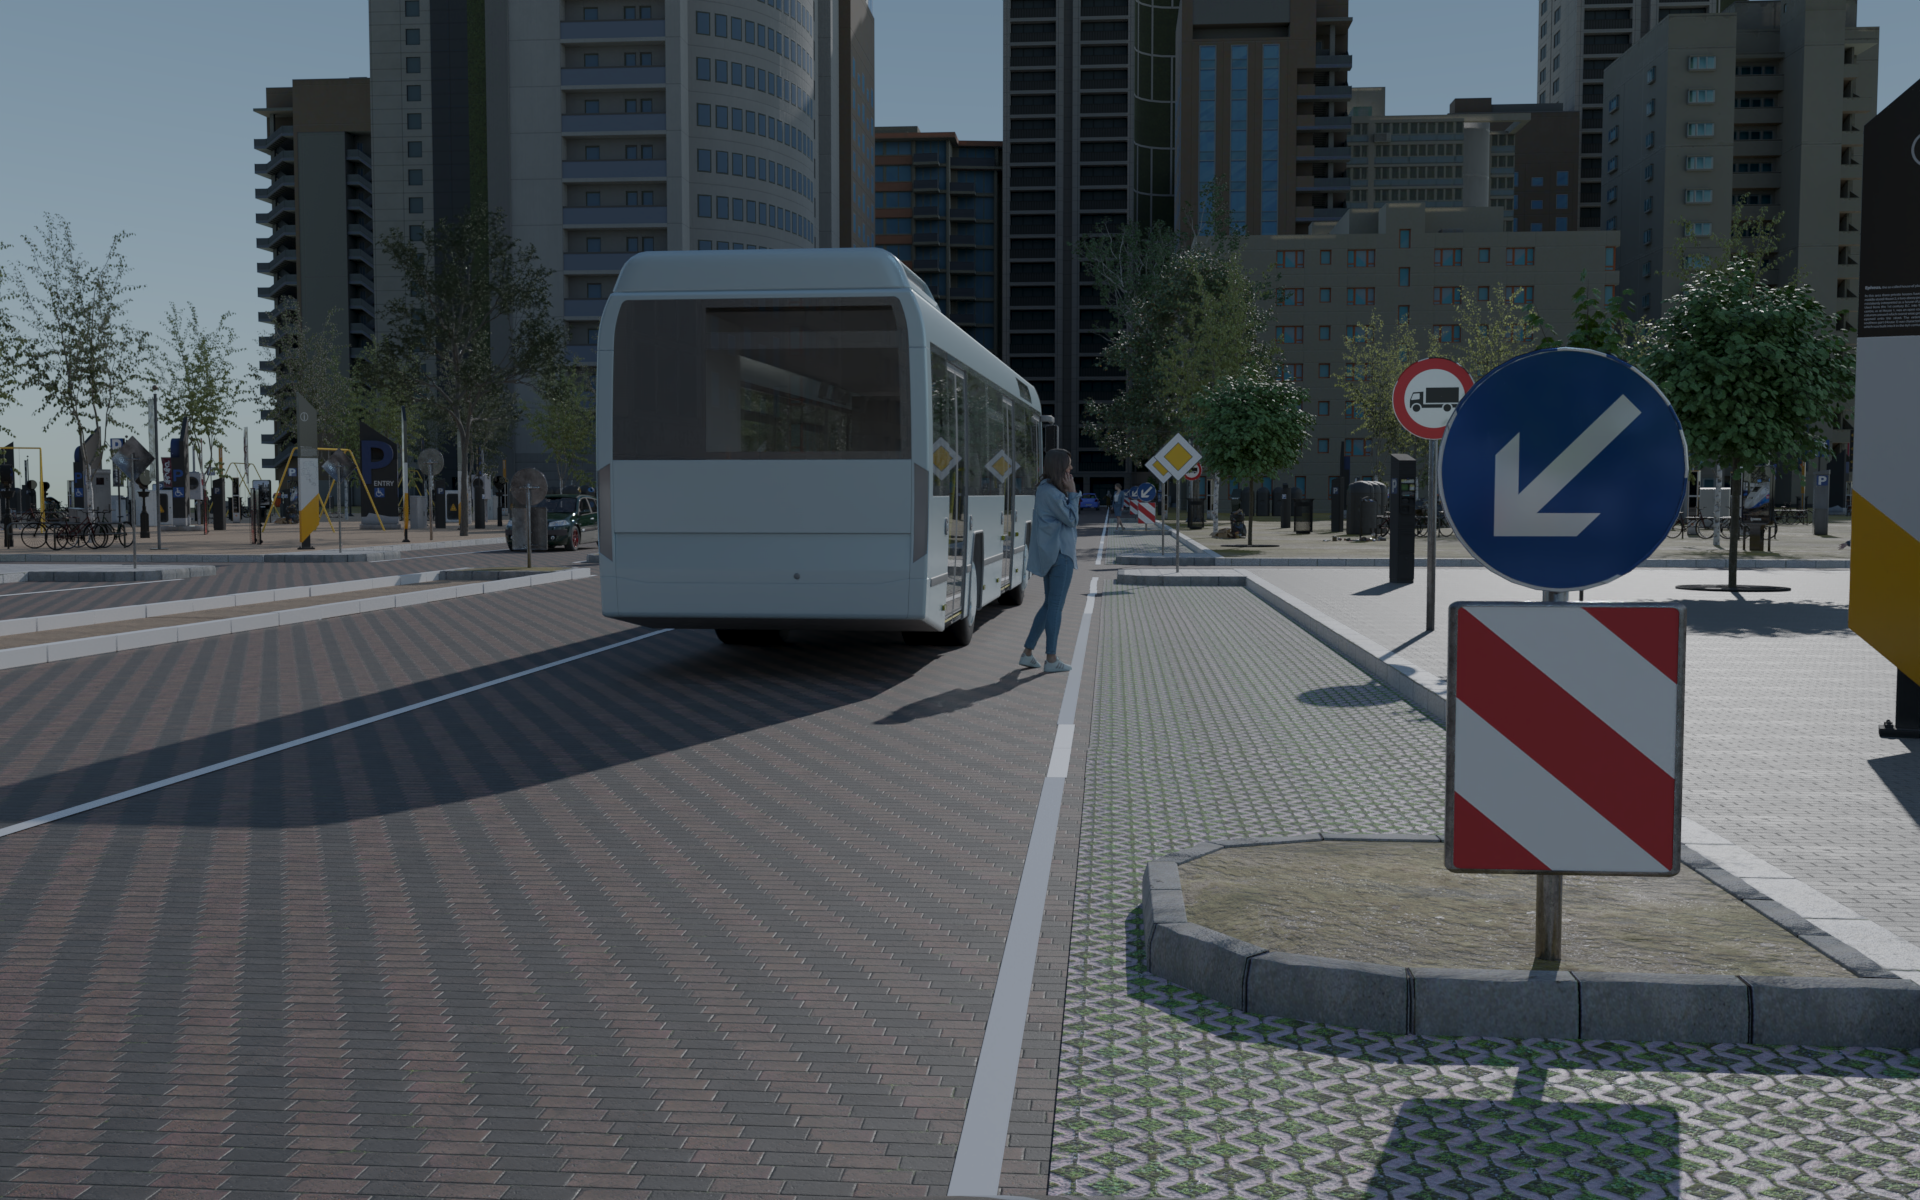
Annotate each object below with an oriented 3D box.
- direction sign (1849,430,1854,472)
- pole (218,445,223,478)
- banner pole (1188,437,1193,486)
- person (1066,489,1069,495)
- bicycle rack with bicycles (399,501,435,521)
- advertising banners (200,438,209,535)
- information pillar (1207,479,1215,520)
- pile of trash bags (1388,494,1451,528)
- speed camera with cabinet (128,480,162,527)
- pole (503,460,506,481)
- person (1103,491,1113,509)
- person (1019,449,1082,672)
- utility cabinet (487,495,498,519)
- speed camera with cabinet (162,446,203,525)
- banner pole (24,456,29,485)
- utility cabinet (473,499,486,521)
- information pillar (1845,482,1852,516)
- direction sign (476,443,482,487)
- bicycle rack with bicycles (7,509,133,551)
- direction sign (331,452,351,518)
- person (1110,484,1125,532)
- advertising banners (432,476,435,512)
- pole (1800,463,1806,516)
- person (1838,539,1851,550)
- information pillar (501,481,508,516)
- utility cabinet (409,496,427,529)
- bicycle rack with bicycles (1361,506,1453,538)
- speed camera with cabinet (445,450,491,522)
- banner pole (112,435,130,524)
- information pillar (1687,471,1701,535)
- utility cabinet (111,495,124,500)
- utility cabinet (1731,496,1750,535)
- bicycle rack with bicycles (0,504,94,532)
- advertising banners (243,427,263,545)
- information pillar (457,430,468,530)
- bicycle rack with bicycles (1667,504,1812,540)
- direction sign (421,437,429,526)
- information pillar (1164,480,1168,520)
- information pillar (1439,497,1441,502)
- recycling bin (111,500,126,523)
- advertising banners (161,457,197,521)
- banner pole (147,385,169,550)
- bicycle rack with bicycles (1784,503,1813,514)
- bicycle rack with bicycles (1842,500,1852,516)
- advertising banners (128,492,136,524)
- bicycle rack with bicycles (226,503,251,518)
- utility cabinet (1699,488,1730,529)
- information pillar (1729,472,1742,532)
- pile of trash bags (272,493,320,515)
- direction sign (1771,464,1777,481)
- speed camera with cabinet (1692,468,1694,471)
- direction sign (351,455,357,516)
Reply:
[{"bbox_3d":[31.693,-4.208,60.801,0.876,3.537,0.379,1,4,23],"label":"direction sign"},{"bbox_3d":[-30.966,-4.817,72.594,0.158,3.312,0.155,0,3,0],"label":"pole"},{"bbox_3d":[9.116,-4.797,68.447,0.401,3.779,0.863,1,4,21],"label":"banner pole"},{"bbox_3d":[5.893,-5.259,94.587,0.391,1.810,0.635,-1,4,-18],"label":"person"},{"bbox_3d":[-25.973,-4.289,83.505,2.925,0.926,2.852,-2,4,-24],"label":"bicycle rack with bicycles"},{"bbox_3d":[-23.822,-3.572,54.592,0.090,3.025,2.074,-1,4,-19],"label":"advertising banners"},{"bbox_3d":[12.616,-5.047,87.017,0.304,2.012,0.304,-3,4,-36],"label":"information pillar"},{"bbox_3d":[16.881,-3.418,65.630,3.447,1.369,1.912,-2,4,-24],"label":"pile of trash bags"},{"bbox_3d":[-32.413,-4.546,68.665,0.660,3.252,2.038,-3,4,-39],"label":"speed camera with cabinet"},{"bbox_3d":[-27.168,-6.699,103.371,0.158,3.312,0.155,0,3,0],"label":"pole"},{"bbox_3d":[13.847,-9.349,162.080,1.217,1.736,0.721,-3,4,-37],"label":"person"},{"bbox_3d":[0.725,-0.320,14.003,0.793,1.790,0.793,-3,5,-43],"label":"person"},{"bbox_3d":[-23.830,-4.697,87.951,0.306,1.237,1.020,-3,5,-42],"label":"utility cabinet"},{"bbox_3d":[-32.262,-4.703,71.232,2.038,3.252,0.660,-1,4,-11],"label":"speed camera with cabinet"},{"bbox_3d":[-60.475,-7.478,112.284,0.401,3.779,0.863,-1,4,-9],"label":"banner pole"},{"bbox_3d":[-22.614,-4.455,81.520,0.318,1.500,1.173,-2,4,-29],"label":"utility cabinet"},{"bbox_3d":[52.611,-5.992,102.468,0.304,2.012,0.304,-3,5,-43],"label":"information pillar"},{"bbox_3d":[-21.359,-5.194,76.917,0.379,3.537,0.876,-2,4,-29],"label":"direction sign"},{"bbox_3d":[-20.807,-1.676,40.786,2.852,0.926,2.925,2,4,30],"label":"bicycle rack with bicycles"},{"bbox_3d":[-33.582,-6.212,93.569,0.876,3.537,0.379,1,4,21],"label":"direction sign"},{"bbox_3d":[5.929,-3.417,64.395,0.654,1.822,0.581,-2,4,-28],"label":"person"},{"bbox_3d":[-32.665,-6.872,108.549,2.074,3.025,0.090,3,5,41],"label":"advertising banners"},{"bbox_3d":[45.416,-6.082,93.288,0.158,3.312,0.155,0,3,0],"label":"pole"},{"bbox_3d":[16.922,-1.103,32.027,0.738,1.151,1.012,-3,4,-36],"label":"person"},{"bbox_3d":[-26.588,-5.906,101.063,0.304,2.012,0.304,1,4,15],"label":"information pillar"},{"bbox_3d":[-20.191,-3.268,64.600,0.306,1.237,1.020,0,4,2],"label":"utility cabinet"},{"bbox_3d":[13.370,-2.352,51.834,2.925,0.926,2.852,0,4,-4],"label":"bicycle rack with bicycles"},{"bbox_3d":[-22.242,-5.129,78.187,2.038,3.252,0.660,1,4,13],"label":"speed camera with cabinet"},{"bbox_3d":[-35.535,-5.103,73.456,0.401,3.779,0.863,3,5,41],"label":"banner pole"},{"bbox_3d":[23.000,-3.045,54.283,0.304,2.012,0.304,2,4,35],"label":"information pillar"},{"bbox_3d":[-51.093,-5.718,104.656,1.020,1.237,0.306,0,4,-1],"label":"utility cabinet"},{"bbox_3d":[24.561,-2.639,54.303,1.020,1.237,0.306,-3,4,-37],"label":"utility cabinet"},{"bbox_3d":[-34.296,-3.148,64.852,2.925,0.926,2.852,-1,4,-21],"label":"bicycle rack with bicycles"},{"bbox_3d":[-18.197,-2.958,44.550,0.090,3.025,2.074,-2,4,-32],"label":"advertising banners"},{"bbox_3d":[-17.787,-4.317,61.934,0.504,3.616,0.183,3,4,39],"label":"information pillar"},{"bbox_3d":[22.087,-2.215,49.593,2.852,0.926,2.925,-2,4,-32],"label":"bicycle rack with bicycles"},{"bbox_3d":[-21.462,-4.726,69.266,0.379,3.537,0.876,-1,4,-23],"label":"direction sign"},{"bbox_3d":[10.337,-5.071,87.406,0.304,2.012,0.304,0,4,3],"label":"information pillar"},{"bbox_3d":[23.997,-5.780,85.864,0.504,3.616,0.183,2,4,27],"label":"information pillar"},{"bbox_3d":[-38.015,-3.992,77.830,0.722,1.027,0.722,0,4,6],"label":"recycling bin"},{"bbox_3d":[-36.547,-5.219,81.513,2.074,3.025,0.090,0,4,1],"label":"advertising banners"},{"bbox_3d":[-18.600,-3.056,39.986,0.401,3.779,0.863,-3,5,-39],"label":"banner pole"},{"bbox_3d":[33.995,-3.586,72.015,2.925,0.926,2.852,1,4,22],"label":"bicycle rack with bicycles"},{"bbox_3d":[52.085,-5.279,99.698,2.852,0.926,2.925,3,5,42],"label":"bicycle rack with bicycles"},{"bbox_3d":[-34.818,-4.711,73.217,0.090,3.025,2.074,-1,4,-9],"label":"advertising banners"},{"bbox_3d":[-39.044,-4.956,94.419,2.925,0.926,2.852,-3,5,-41],"label":"bicycle rack with bicycles"},{"bbox_3d":[27.646,-3.356,63.556,1.173,1.500,0.318,3,5,42],"label":"utility cabinet"},{"bbox_3d":[25.701,-3.234,57.372,0.304,2.012,0.304,1,4,10],"label":"information pillar"},{"bbox_3d":[-41.718,-6.031,108.359,3.447,1.369,1.912,2,4,27],"label":"pile of trash bags"},{"bbox_3d":[48.002,-6.762,102.562,0.876,3.537,0.379,-2,4,-24],"label":"direction sign"},{"bbox_3d":[42.447,-6.542,101.305,0.660,3.252,2.038,0,4,8],"label":"speed camera with cabinet"},{"bbox_3d":[-36.559,-6.831,103.676,0.379,3.537,0.876,1,4,18],"label":"direction sign"}]
